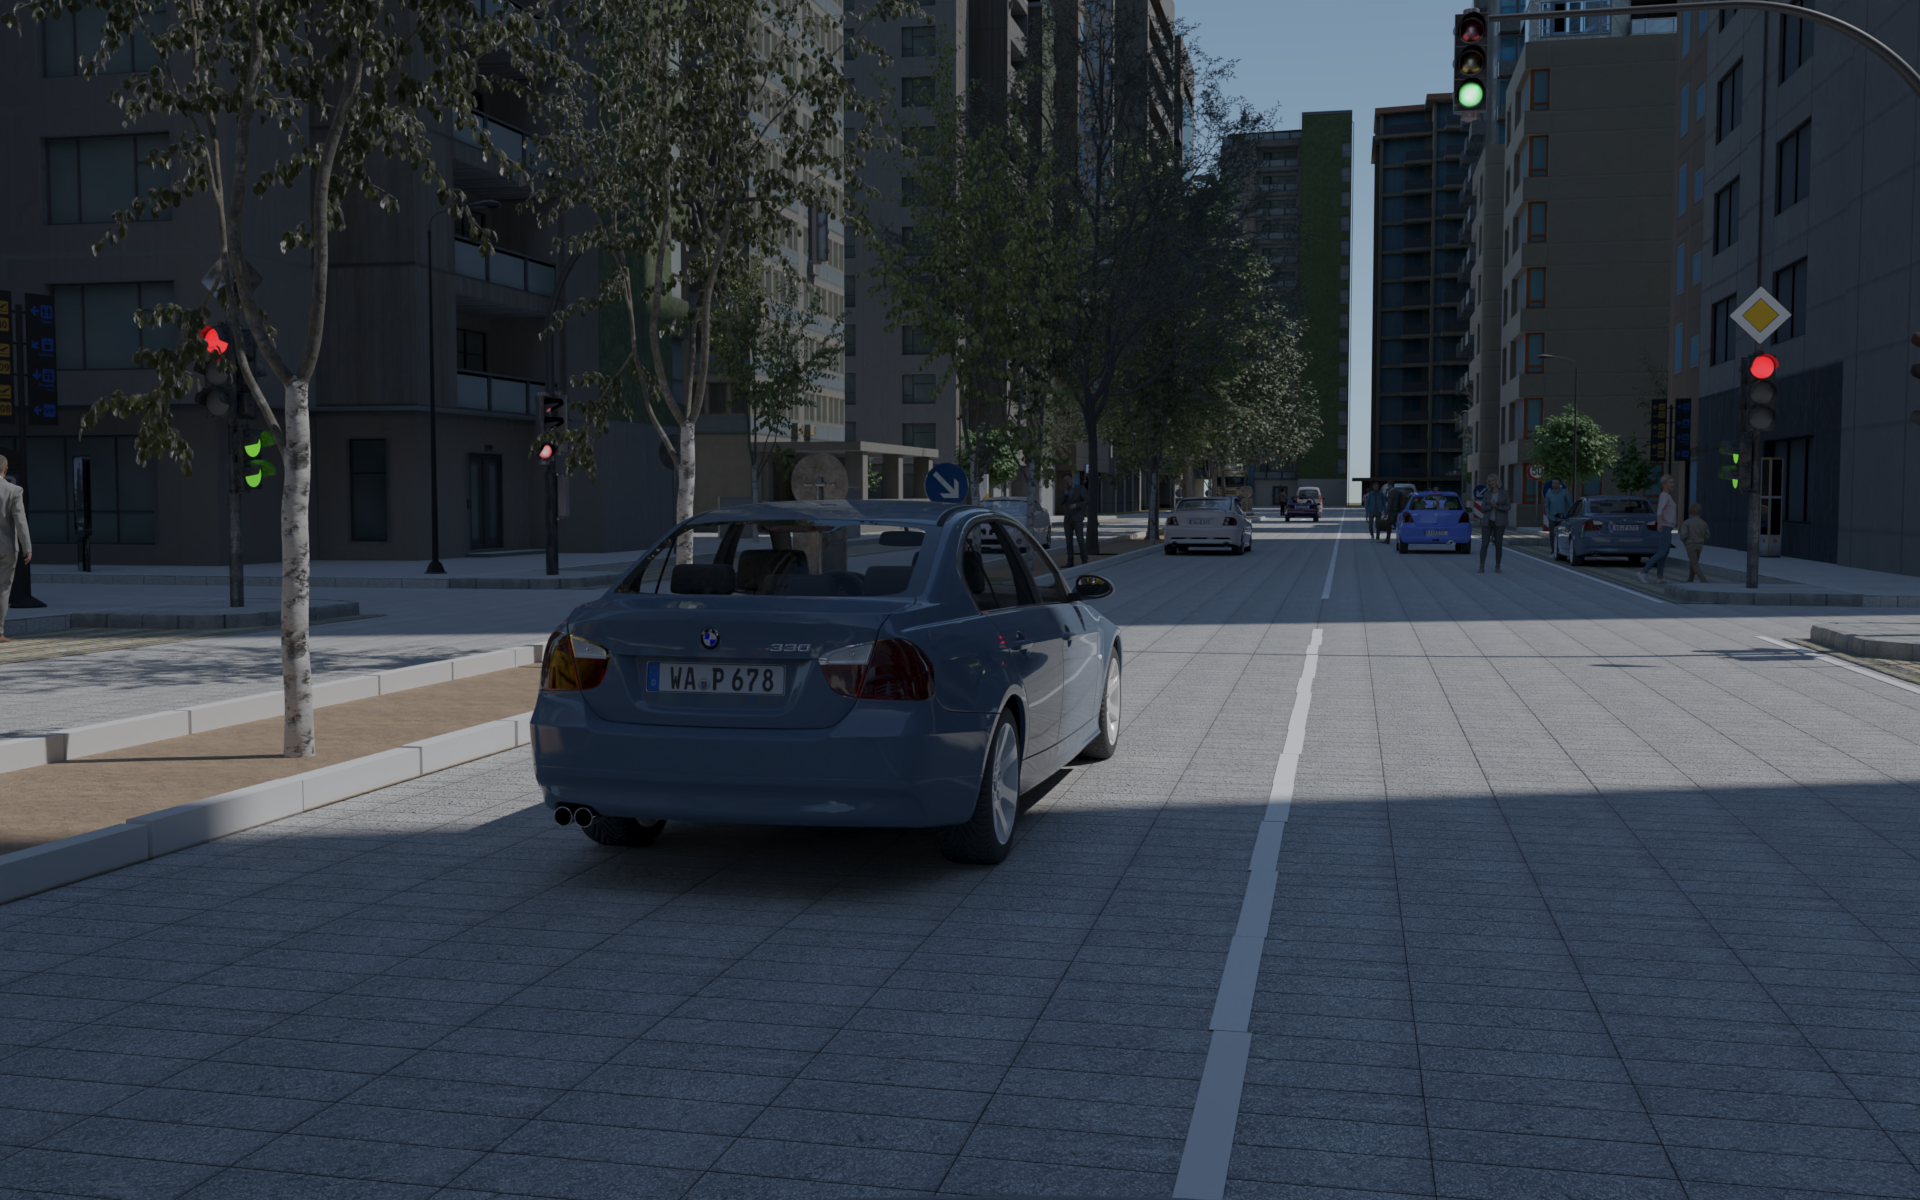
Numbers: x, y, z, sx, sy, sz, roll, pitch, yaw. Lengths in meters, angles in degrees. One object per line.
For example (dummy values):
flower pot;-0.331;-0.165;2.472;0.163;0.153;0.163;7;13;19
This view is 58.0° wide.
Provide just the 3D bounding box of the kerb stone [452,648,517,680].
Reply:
kerb stone;-3.828;0.518;13.762;0.120;0.150;1.000;1;4;13

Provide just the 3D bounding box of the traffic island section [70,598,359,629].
traffic island section;-8.234;0.158;19.700;2.009;0.180;2.903;1;4;13

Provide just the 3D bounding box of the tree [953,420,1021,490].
tree;1.216;-5.658;76.230;4.285;4.588;4.351;0;3;0

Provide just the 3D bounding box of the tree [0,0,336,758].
tree;-3.555;-3.460;9.391;4.360;8.622;3.978;0;3;0

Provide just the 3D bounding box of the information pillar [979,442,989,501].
information pillar;0.988;-4.962;72.484;0.183;3.616;0.504;-3;5;-44

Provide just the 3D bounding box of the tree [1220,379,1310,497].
tree;13.215;-9.115;85.900;8.767;10.594;7.601;1;4;13

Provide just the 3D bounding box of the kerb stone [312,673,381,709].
kerb stone;-4.281;0.641;11.769;0.120;0.150;1.000;1;4;13

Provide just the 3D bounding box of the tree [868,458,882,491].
tree;-4.253;-5.061;77.350;1.663;3.219;1.824;0;3;0

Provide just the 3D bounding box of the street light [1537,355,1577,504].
street light;19.931;-5.212;57.756;1.470;5.913;1.316;1;4;13

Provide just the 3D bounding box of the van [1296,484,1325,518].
van;21.086;-5.983;104.837;2.013;2.044;4.112;1;4;11

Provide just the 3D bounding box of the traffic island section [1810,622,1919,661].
traffic island section;9.078;0.395;15.830;2.009;0.180;2.903;1;4;13

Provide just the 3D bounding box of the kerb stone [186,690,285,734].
kerb stone;-4.507;0.699;10.772;0.120;0.150;1.000;1;4;13

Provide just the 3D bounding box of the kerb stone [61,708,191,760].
kerb stone;-4.732;0.760;9.770;0.120;0.150;1.000;1;4;13

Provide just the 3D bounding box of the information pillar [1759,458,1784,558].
information pillar;16.390;-1.865;34.992;0.304;2.012;0.304;-1;4;-11

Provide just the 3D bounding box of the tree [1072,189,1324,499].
tree;8.296;-8.772;62.887;9.611;12.733;9.660;0;3;0

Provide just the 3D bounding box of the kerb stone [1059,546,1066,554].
kerb stone;2.333;-1.168;41.296;0.120;0.150;1.000;1;4;13

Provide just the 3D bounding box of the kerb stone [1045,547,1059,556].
kerb stone;2.107;-1.103;40.299;0.120;0.150;1.000;1;4;13

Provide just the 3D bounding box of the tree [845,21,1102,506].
tree;0.244;-4.526;26.821;4.737;8.622;4.395;0;3;0

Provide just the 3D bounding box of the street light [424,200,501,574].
street light;-7.936;-3.370;27.648;1.470;5.913;1.316;1;4;13

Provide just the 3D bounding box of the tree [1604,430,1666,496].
tree;20.253;-3.525;52.233;1.663;3.219;1.824;0;3;0

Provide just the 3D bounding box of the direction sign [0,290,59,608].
direction sign;-10.541;-1.681;19.486;0.379;3.537;0.876;2;4;26

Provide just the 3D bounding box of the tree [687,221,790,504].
tree;-5.214;-5.818;45.488;4.737;8.622;4.395;0;3;0

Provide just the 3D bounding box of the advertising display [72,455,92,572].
advertising display;-14.554;-1.438;28.731;0.123;1.923;0.974;-3;4;-36

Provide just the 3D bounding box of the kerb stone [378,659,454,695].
kerb stone;-4.055;0.577;12.766;0.120;0.150;1.000;1;4;13

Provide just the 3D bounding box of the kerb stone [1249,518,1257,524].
kerb stone;14.702;-3.956;86.872;0.120;0.150;1.000;1;4;13

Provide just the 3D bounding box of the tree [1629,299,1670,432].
tree;26.912;-6.916;63.441;4.360;8.622;3.978;0;3;0

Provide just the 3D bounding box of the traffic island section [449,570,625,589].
traffic island section;-6.488;-0.319;27.493;2.009;0.180;2.903;1;4;13

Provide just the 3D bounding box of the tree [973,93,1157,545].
tree;1.337;-4.845;32.042;4.360;8.622;3.978;0;3;0

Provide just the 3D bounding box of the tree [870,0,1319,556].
tree;3.093;-7.777;39.974;12.009;13.543;11.850;0;3;0

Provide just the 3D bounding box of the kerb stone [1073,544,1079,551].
kerb stone;2.779;-1.291;43.305;0.120;0.150;1.000;1;4;13

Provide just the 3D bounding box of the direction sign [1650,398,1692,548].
direction sign;16.860;-3.006;41.149;0.876;3.537;0.379;2;4;28

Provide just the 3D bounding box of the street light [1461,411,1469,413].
street light;28.621;-7.584;96.540;1.470;5.913;1.316;1;4;13

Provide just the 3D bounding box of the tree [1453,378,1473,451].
tree;30.712;-9.186;100.557;4.360;8.622;3.978;0;3;0

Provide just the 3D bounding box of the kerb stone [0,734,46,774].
kerb stone;-4.955;0.821;8.772;0.120;0.150;1.000;1;4;13

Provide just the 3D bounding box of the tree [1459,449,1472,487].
tree;32.705;-7.571;107.496;4.285;4.588;4.351;0;3;0

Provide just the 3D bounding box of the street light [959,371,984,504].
street light;0.524;-5.673;65.287;1.470;5.913;1.316;1;4;13

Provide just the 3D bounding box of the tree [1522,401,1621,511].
tree;21.457;-4.737;61.163;4.285;4.588;4.351;0;3;0

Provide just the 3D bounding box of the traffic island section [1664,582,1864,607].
traffic island section;10.824;-0.082;23.622;2.009;0.180;2.903;1;4;13

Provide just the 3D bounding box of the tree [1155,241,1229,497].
tree;5.447;-5.861;48.642;4.360;8.622;3.978;0;3;0

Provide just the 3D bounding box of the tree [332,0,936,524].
tree;-2.319;-3.794;14.845;4.360;8.622;3.978;0;3;0

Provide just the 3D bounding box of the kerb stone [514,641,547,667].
kerb stone;-3.607;0.455;14.760;0.120;0.150;1.000;1;4;13

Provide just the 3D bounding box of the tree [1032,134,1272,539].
tree;6.061;-8.193;54.545;7.486;12.596;7.792;0;3;0

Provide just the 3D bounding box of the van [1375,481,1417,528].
van;18.019;-3.938;71.406;2.013;2.044;4.112;1;4;11
